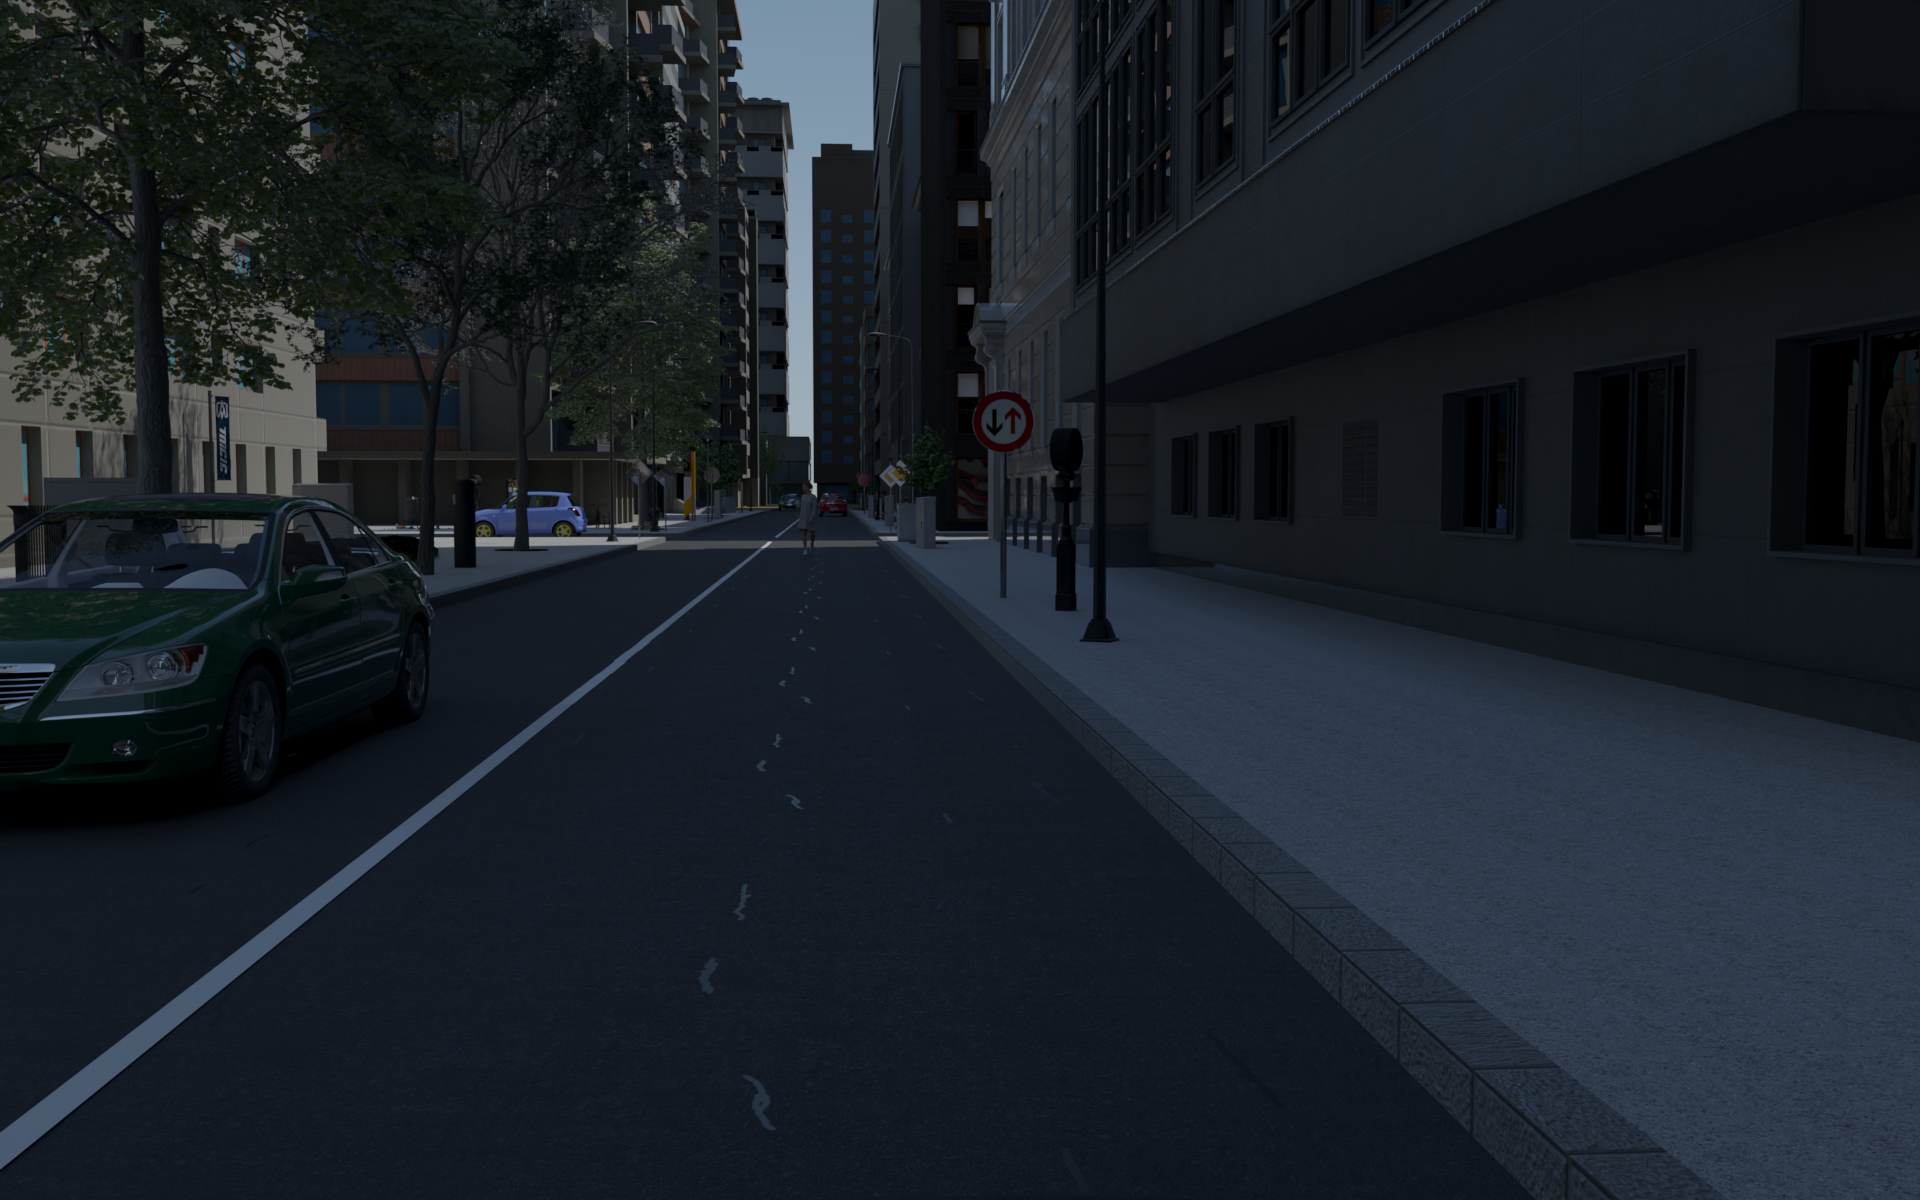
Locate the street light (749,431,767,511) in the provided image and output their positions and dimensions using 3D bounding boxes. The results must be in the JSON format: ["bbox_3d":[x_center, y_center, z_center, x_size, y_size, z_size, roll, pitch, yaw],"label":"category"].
[{"bbox_3d":[-14.971,-9.531,128.371,1.470,5.913,1.316,0,4,-4],"label":"street light"}]

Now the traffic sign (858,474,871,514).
[{"bbox_3d":[-6.059,-6.717,109.926,0.768,2.556,0.104,0,4,-4],"label":"traffic sign"}]

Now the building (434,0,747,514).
[{"bbox_3d":[-29.611,-30.053,145.985,22.147,44.769,28.867,0,4,-4],"label":"building"}]

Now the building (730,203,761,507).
[{"bbox_3d":[-26.833,-24.247,168.134,14.160,30.474,14.107,0,4,-4],"label":"building"}]

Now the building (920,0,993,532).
[{"bbox_3d":[6.737,-14.403,65.169,15.834,23.373,12.332,0,4,-4],"label":"building"}]

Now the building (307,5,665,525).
[{"bbox_3d":[-24.842,-26.178,82.638,22.147,44.769,28.867,0,4,-4],"label":"building"}]

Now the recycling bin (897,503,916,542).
[{"bbox_3d":[-1.338,-2.099,46.876,0.722,1.027,0.722,0,4,-5],"label":"recycling bin"}]

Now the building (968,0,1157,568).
[{"bbox_3d":[7.728,-15.506,39.429,13.634,28.700,20.117,0,4,-4],"label":"building"}]

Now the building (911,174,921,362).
[{"bbox_3d":[3.431,-13.287,81.862,10.561,19.102,19.286,0,4,-4],"label":"building"}]

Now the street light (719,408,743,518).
[{"bbox_3d":[-12.419,-7.408,93.668,1.470,5.913,1.316,0,4,-4],"label":"street light"}]

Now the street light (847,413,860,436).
[{"bbox_3d":[-5.535,-7.723,98.817,1.470,5.913,1.316,0,4,-4],"label":"street light"}]

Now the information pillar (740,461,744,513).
[{"bbox_3d":[-15.149,-7.887,120.302,0.183,3.616,0.504,0,4,-3],"label":"information pillar"}]

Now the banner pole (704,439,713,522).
[{"bbox_3d":[-11.593,-5.484,79.673,0.401,3.779,0.863,0,4,-5],"label":"banner pole"}]

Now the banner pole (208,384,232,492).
[{"bbox_3d":[-16.618,-2.986,38.830,0.401,3.779,0.863,1,4,17],"label":"banner pole"}]

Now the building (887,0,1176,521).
[{"bbox_3d":[3.206,-18.945,103.250,14.314,27.812,24.014,0,4,-4],"label":"building"}]

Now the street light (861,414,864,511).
[{"bbox_3d":[-2.783,-5.574,63.675,1.470,5.913,1.316,0,4,-4],"label":"street light"}]

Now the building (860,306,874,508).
[{"bbox_3d":[4.019,-20.141,174.336,27.650,21.520,28.899,0,4,-4],"label":"building"}]

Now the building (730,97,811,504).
[{"bbox_3d":[-33.808,-39.188,229.959,27.495,52.752,28.713,0,4,-4],"label":"building"}]

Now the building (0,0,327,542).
[{"bbox_3d":[-31.358,-11.546,33.816,28.899,21.520,27.650,0,4,-4],"label":"building"}]

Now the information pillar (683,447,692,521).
[{"bbox_3d":[-13.043,-5.617,83.200,0.504,3.616,0.183,-2,4,-25],"label":"information pillar"}]

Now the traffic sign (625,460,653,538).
[{"bbox_3d":[-9.272,-2.840,50.080,0.795,2.450,0.064,0,4,-4],"label":"traffic sign"}]

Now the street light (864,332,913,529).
[{"bbox_3d":[-1.948,-4.733,49.931,1.470,5.913,1.316,0,4,-4],"label":"street light"}]

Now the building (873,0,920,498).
[{"bbox_3d":[3.516,-32.080,148.202,21.300,48.544,21.600,0,4,-4],"label":"building"}]

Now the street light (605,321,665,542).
[{"bbox_3d":[-8.835,-4.528,46.572,1.470,5.913,1.316,0,4,-4],"label":"street light"}]

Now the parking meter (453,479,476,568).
[{"bbox_3d":[-8.636,-1.332,30.192,0.372,1.533,0.369,0,3,0],"label":"parking meter"}]

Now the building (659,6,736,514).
[{"bbox_3d":[-31.832,-25.984,116.719,32.217,40.220,23.993,0,4,-4],"label":"building"}]

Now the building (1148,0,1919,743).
[{"bbox_3d":[9.581,-13.700,17.509,14.314,27.812,24.014,0,4,-4],"label":"building"}]

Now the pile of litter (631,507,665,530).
[{"bbox_3d":[-11.158,-2.925,61.794,1.176,0.858,1.719,-1,4,-15],"label":"pile of litter"}]

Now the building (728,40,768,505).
[{"bbox_3d":[-37.687,-53.855,193.205,31.000,86.520,22.319,0,4,-4],"label":"building"}]

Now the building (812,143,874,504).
[{"bbox_3d":[-11.920,-35.141,224.670,14.200,45.320,14.600,0,4,-4],"label":"building"}]

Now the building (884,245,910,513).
[{"bbox_3d":[-0.305,-16.867,124.926,9.793,20.994,18.267,0,4,-4],"label":"building"}]

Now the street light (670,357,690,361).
[{"bbox_3d":[-9.850,-5.274,58.778,1.470,5.913,1.316,0,4,-4],"label":"street light"}]

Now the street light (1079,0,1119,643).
[{"bbox_3d":[0.677,-2.591,14.900,1.470,5.913,1.316,0,4,-4],"label":"street light"}]

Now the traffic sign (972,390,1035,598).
[{"bbox_3d":[0.538,-1.299,21.348,0.768,2.556,0.104,0,4,3],"label":"traffic sign"}]

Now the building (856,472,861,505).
[{"bbox_3d":[-1.539,-46.447,197.665,20.563,71.187,20.611,0,4,-4],"label":"building"}]
